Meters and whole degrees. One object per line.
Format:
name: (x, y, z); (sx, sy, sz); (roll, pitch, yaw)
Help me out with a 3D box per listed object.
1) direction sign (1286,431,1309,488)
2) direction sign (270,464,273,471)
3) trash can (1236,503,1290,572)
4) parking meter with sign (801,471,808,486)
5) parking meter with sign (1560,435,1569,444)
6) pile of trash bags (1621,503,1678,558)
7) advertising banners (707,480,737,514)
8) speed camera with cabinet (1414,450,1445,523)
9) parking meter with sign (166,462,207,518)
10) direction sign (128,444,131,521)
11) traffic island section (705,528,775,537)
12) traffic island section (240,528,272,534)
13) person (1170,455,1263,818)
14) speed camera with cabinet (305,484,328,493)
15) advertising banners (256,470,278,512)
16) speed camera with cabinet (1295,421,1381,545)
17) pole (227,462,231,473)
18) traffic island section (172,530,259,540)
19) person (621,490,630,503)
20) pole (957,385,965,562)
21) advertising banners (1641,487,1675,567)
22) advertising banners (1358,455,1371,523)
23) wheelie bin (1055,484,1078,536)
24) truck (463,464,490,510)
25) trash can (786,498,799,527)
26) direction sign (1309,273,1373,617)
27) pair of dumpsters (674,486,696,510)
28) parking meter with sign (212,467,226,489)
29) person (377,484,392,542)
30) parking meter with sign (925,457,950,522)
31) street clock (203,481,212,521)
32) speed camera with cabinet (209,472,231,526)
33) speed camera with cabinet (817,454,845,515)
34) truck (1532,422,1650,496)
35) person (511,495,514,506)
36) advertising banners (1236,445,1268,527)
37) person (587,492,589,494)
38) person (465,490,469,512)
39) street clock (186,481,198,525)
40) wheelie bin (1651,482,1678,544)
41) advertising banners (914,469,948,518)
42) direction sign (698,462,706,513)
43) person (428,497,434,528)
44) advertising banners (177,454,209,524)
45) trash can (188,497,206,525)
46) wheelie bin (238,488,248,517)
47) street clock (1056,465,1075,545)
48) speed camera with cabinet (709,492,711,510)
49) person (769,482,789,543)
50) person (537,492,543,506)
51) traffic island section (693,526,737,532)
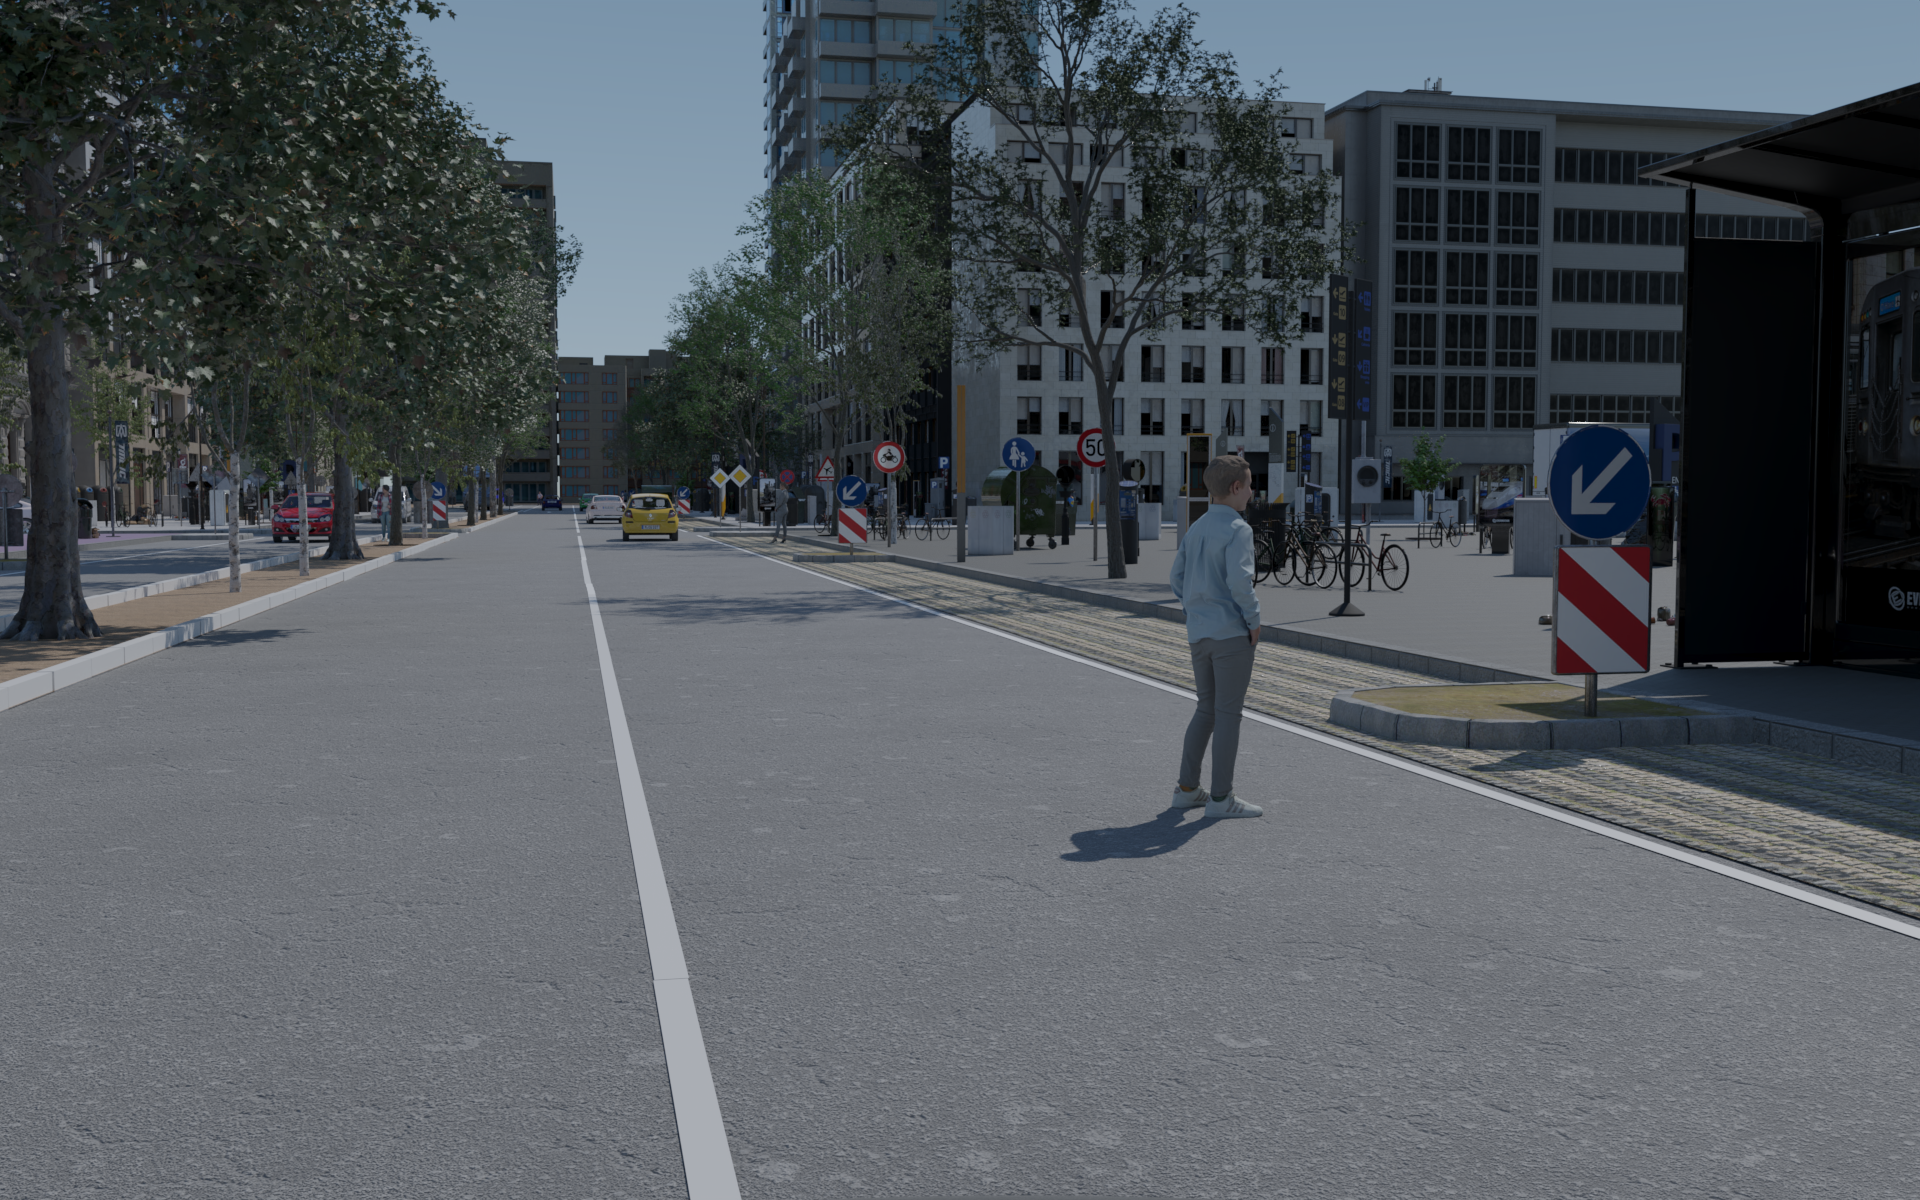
direction sign: (12.075, -4.269, 61.790); (0.876, 3.537, 0.379); (0, 4, 2)
direction sign: (-44.843, -7.345, 112.089); (0.876, 3.537, 0.379); (1, 4, 8)
trash can: (5.103, -1.047, 28.765); (0.748, 1.137, 0.748); (0, 3, 0)
parking meter with sign: (-11.953, -8.311, 132.143); (0.543, 3.016, 1.738); (0, 4, 1)
parking meter with sign: (18.317, -3.376, 51.451); (0.543, 3.016, 1.738); (2, 4, 34)
pile of trash bags: (13.852, -1.443, 33.344); (1.912, 1.369, 3.447); (2, 4, 31)
advertising banners: (-15.025, -6.888, 108.805); (2.074, 3.025, 0.090); (-2, 4, -28)
speed camera with cabinet: (20.993, -5.080, 77.393); (0.660, 3.252, 2.038); (3, 4, 38)
parking meter with sign: (-41.979, -5.969, 93.850); (1.738, 3.016, 0.543); (-3, 5, -45)
direction sign: (-37.801, -5.309, 78.795); (0.379, 3.537, 0.876); (-2, 4, -30)
traffic island section: (-7.433, -2.232, 58.771); (2.009, 0.180, 2.903); (-1, 4, -13)
traffic island section: (-25.472, -2.486, 62.919); (2.009, 0.180, 2.903); (-1, 4, -13)
person: (1.172, 0.159, 7.711); (0.330, 1.601, 0.589); (-1, 4, -16)
speed camera with cabinet: (-40.690, -6.984, 108.521); (2.038, 3.252, 0.660); (0, 4, -3)
advertising banners: (-50.033, -7.844, 124.444); (2.074, 3.025, 0.090); (-2, 4, -34)
speed camera with cabinet: (9.519, -3.015, 43.636); (2.038, 3.252, 0.660); (0, 4, -1)
pole: (-30.634, -4.822, 72.678); (0.158, 3.312, 0.155); (0, 3, 0)
traffic island section: (-23.721, -2.009, 55.128); (2.009, 0.180, 2.903); (-1, 4, -13)
person: (-31.794, -9.540, 164.463); (0.705, 1.826, 1.348); (3, 4, 36)
pole: (0.022, -2.367, 32.538); (0.158, 3.312, 0.155); (0, 3, 0)
advertising banners: (13.095, -2.095, 30.439); (2.074, 3.025, 0.090); (1, 4, 14)
advertising banners: (17.866, -4.918, 76.593); (0.090, 3.025, 2.074); (0, 4, -2)
wheelie bin: (3.221, -2.803, 53.744); (0.980, 1.594, 0.693); (3, 5, 40)
truck: (-44.160, -10.363, 159.200); (2.967, 4.110, 18.799); (-1, 4, -14)
trash can: (-6.729, -3.485, 68.639); (0.748, 1.137, 0.748); (0, 3, 0)
direction sign: (4.088, -1.602, 18.195); (0.379, 3.537, 0.876); (3, 5, 41)
pair of dumpsters: (-21.744, -8.234, 137.114); (1.574, 2.255, 4.437); (-1, 4, -13)
parking meter with sign: (-47.948, -7.066, 111.795); (0.543, 3.016, 1.738); (0, 4, 6)
person: (-17.219, -2.611, 52.030); (0.563, 1.720, 0.643); (0, 4, -2)
parking meter with sign: (-1.079, -5.142, 80.333); (0.543, 3.016, 1.738); (2, 4, 25)
street clock: (-36.187, -4.814, 83.283); (0.358, 2.002, 0.471); (3, 4, 36)
speed camera with cabinet: (-29.920, -4.644, 70.272); (0.660, 3.252, 2.038); (-1, 4, -11)
speed camera with cabinet: (-6.354, -5.552, 85.117); (0.660, 3.252, 2.038); (-2, 4, -31)
truck: (28.822, -4.970, 70.171); (11.283, 4.237, 2.839); (-1, 4, -14)
person: (-54.478, -12.342, 210.157); (0.709, 1.838, 0.599); (1, 4, 11)
advertising banners: (10.549, -4.063, 62.624); (0.090, 3.025, 2.074); (3, 5, 43)
person: (-44.131, -11.979, 205.069); (1.217, 1.735, 0.721); (2, 4, 28)
person: (-38.683, -7.797, 136.160); (0.592, 1.802, 0.473); (-2, 4, -35)
street clock: (-31.899, -4.122, 71.963); (0.471, 2.002, 0.358); (-1, 4, -17)
wheelie bin: (17.812, -2.207, 43.996); (0.980, 1.594, 0.693); (-1, 4, -21)
advertising banners: (-1.491, -5.914, 92.889); (2.074, 3.025, 0.090); (-2, 4, -24)
direction sign: (-17.642, -7.729, 118.372); (0.876, 3.537, 0.379); (3, 5, 45)
person: (-20.876, -3.607, 68.479); (0.512, 1.701, 0.522); (2, 4, 28)
advertising banners: (-33.001, -4.830, 75.152); (2.074, 3.025, 0.090); (1, 4, 8)
trash can: (-32.058, -3.738, 72.764); (0.748, 1.137, 0.748); (0, 3, 0)
wheelie bin: (-40.643, -5.537, 98.438); (0.693, 1.594, 0.980); (-1, 4, -21)
street clock: (2.659, -2.393, 43.696); (0.471, 2.002, 0.358); (0, 4, -2)
speed camera with cabinet: (-18.927, -8.656, 135.867); (2.038, 3.252, 0.660); (0, 4, -3)
person: (-5.279, -2.551, 50.483); (0.573, 1.790, 0.520); (0, 4, -5)
person: (-51.469, -12.388, 211.984); (0.756, 1.711, 0.436); (2, 4, 32)
traffic island section: (-9.185, -2.708, 66.562); (2.009, 0.180, 2.903); (-1, 4, -13)
